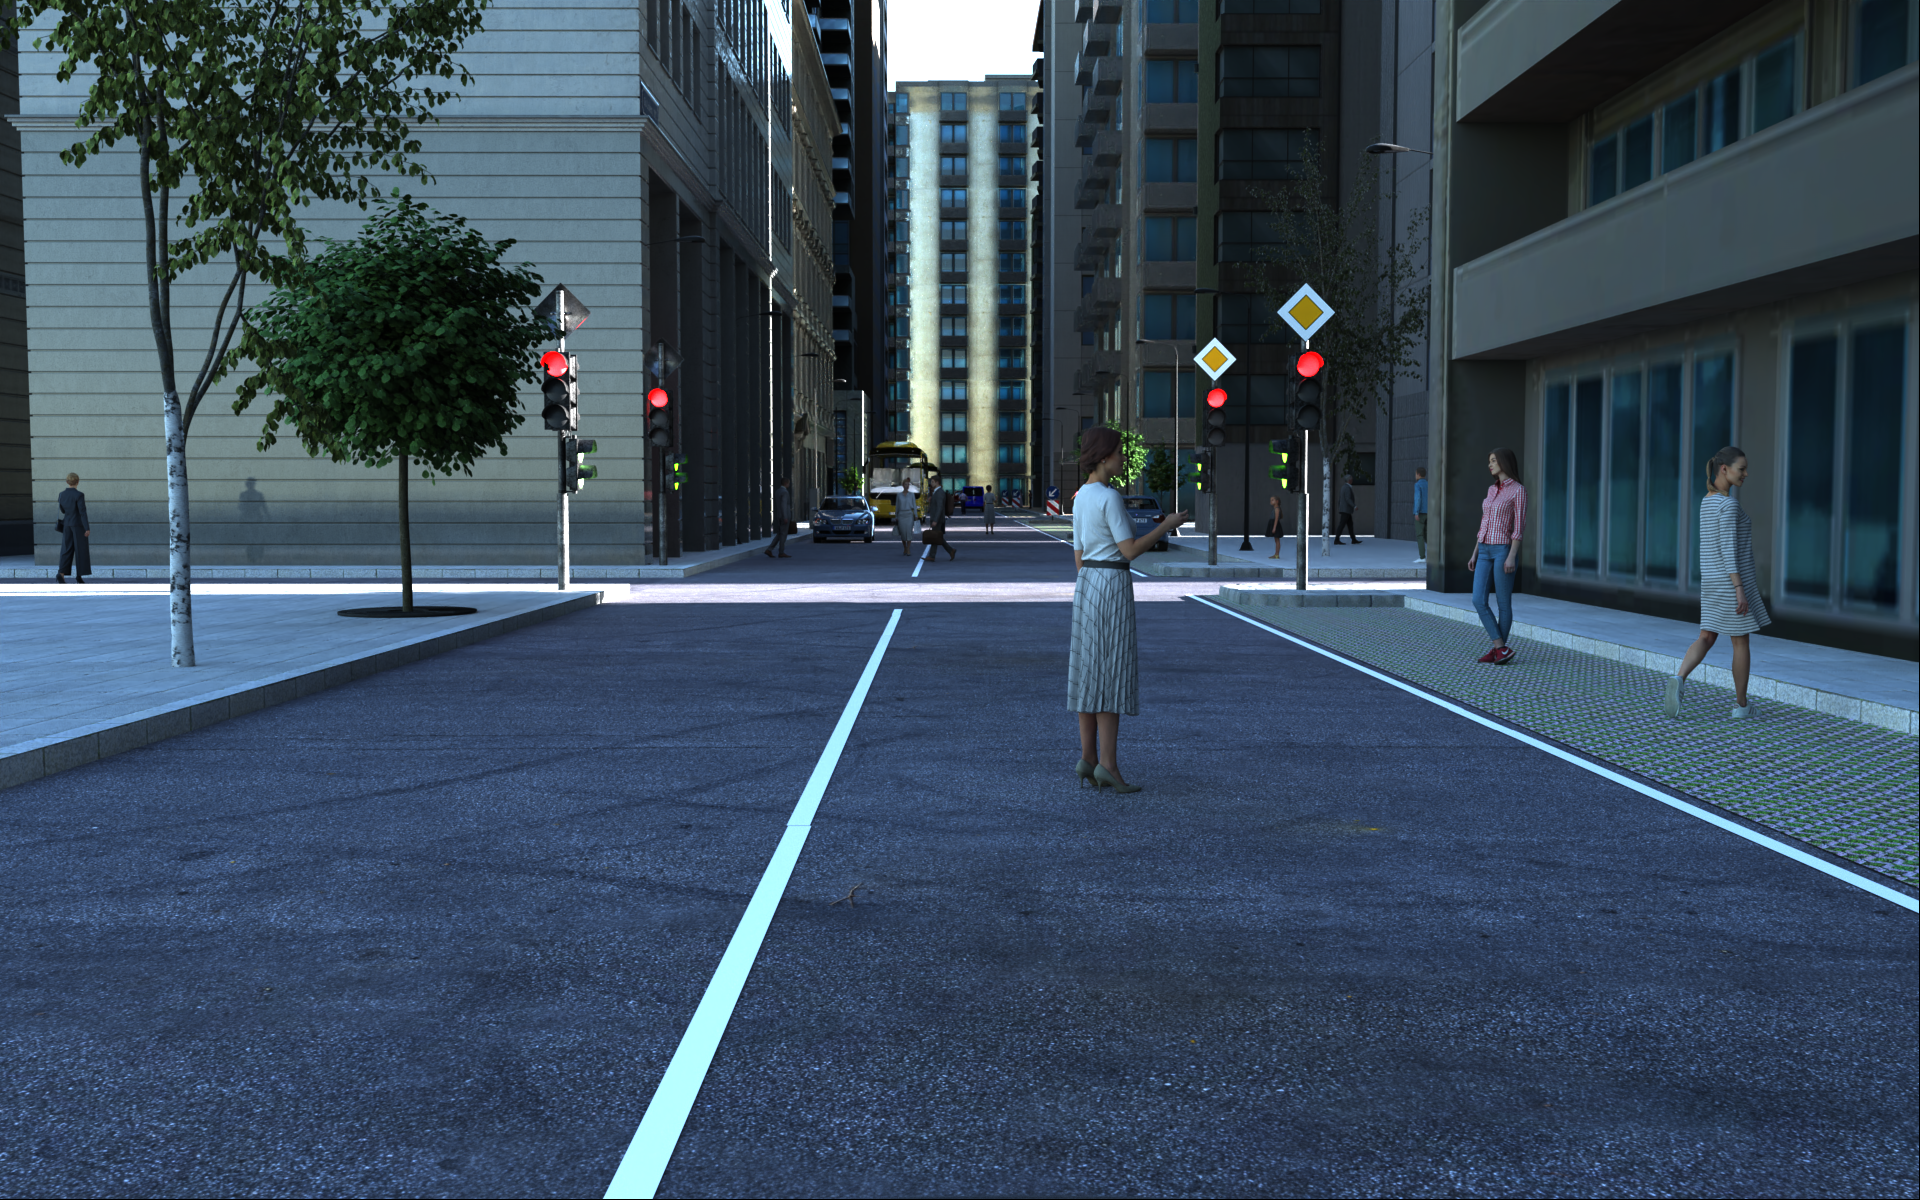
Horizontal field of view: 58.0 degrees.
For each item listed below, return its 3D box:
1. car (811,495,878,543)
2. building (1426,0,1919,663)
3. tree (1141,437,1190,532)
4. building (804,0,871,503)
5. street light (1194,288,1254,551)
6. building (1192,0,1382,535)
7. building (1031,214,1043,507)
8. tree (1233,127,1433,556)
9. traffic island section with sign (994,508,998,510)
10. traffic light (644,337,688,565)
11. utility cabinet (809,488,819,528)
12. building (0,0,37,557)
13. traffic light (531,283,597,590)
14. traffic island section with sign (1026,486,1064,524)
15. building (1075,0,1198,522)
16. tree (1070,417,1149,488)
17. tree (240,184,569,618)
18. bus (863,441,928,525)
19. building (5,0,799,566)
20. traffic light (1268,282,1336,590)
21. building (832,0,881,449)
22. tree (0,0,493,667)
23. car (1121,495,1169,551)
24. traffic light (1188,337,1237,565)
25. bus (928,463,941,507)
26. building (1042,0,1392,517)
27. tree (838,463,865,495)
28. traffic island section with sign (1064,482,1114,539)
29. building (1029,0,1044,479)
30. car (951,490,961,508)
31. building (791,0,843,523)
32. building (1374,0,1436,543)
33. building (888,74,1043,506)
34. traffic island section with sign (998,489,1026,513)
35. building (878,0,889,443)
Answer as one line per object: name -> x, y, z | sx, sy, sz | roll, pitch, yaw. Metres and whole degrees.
car -> -3.487, -2.476, 52.479 | 2.014, 1.417, 4.499 | 0, 4, -1
building -> 16.954, -23.709, 11.342 | 21.300, 48.544, 21.600 | 0, 4, 0
tree -> 6.750, -3.886, 58.141 | 1.663, 3.219, 1.824 | 0, 3, 0
building -> -17.276, -49.421, 120.704 | 22.319, 86.520, 31.000 | 0, 4, 0
street light -> 5.972, -4.078, 39.214 | 1.470, 5.913, 1.316 | 0, 4, 0
building -> 15.011, -17.644, 60.179 | 14.160, 30.474, 14.107 | 0, 4, 0
building -> 14.089, -24.625, 174.323 | 14.160, 30.474, 14.107 | 0, 4, 0
tree -> 7.788, -5.206, 35.478 | 4.360, 8.622, 3.978 | 0, 3, 0
traffic island section with sign -> 4.034, -9.255, 159.948 | 1.989, 1.847, 2.006 | 0, 4, 0
traffic light -> -5.323, -2.578, 31.068 | 0.839, 4.253, 0.868 | 0, 4, 0
utility cabinet -> -5.403, -3.391, 64.118 | 0.318, 1.500, 1.173 | 0, 4, 0
building -> -29.411, -15.342, 36.740 | 20.117, 28.700, 13.634 | 0, 4, 0
traffic light -> -5.290, -2.089, 23.083 | 0.839, 4.253, 0.868 | 0, 4, 0
traffic island section with sign -> 4.358, -4.620, 84.165 | 1.989, 1.847, 2.006 | 0, 4, 0
building -> 17.645, -28.796, 90.416 | 23.786, 49.044, 30.456 | 0, 4, 0
tree -> 6.392, -5.522, 73.998 | 4.285, 4.588, 4.351 | 0, 3, 0
tree -> -5.880, -2.132, 18.564 | 4.285, 4.588, 4.351 | 0, 3, 0
bus -> -2.930, -5.670, 84.246 | 2.896, 3.916, 12.252 | 0, 4, 0
building -> -11.098, -16.351, 44.839 | 11.434, 29.767, 29.804 | 0, 4, 0
traffic light -> 4.571, -2.093, 23.140 | 0.839, 4.253, 0.868 | 0, 4, 0
building -> -13.889, -30.272, 145.052 | 14.600, 45.320, 14.200 | 0, 4, 0
tree -> -5.550, -3.808, 12.627 | 4.737, 8.622, 4.395 | 0, 3, 0
car -> 4.322, -1.988, 44.512 | 2.014, 1.417, 4.499 | 0, 4, 0
traffic light -> 4.538, -2.581, 31.125 | 0.839, 4.253, 0.868 | 0, 4, 0
bus -> -2.879, -8.960, 138.045 | 2.896, 3.916, 12.252 | 0, 4, 0
building -> 16.427, -35.565, 123.487 | 21.231, 58.520, 28.212 | 0, 4, 0
tree -> -6.562, -6.848, 106.558 | 1.663, 3.219, 1.824 | 0, 3, 0
traffic island section with sign -> 4.483, -2.887, 55.838 | 1.989, 1.847, 2.006 | 0, 4, 0
building -> 17.497, -30.445, 152.398 | 22.147, 44.769, 28.867 | 0, 4, 0
car -> 0.167, -10.401, 178.736 | 2.281, 1.827, 5.304 | 0, 4, -1
building -> -15.268, -18.708, 82.291 | 17.030, 29.872, 44.131 | 0, 4, 0
building -> 26.318, -30.502, 40.715 | 28.212, 58.520, 21.231 | 0, 4, 0
building -> 5.612, -35.526, 200.464 | 30.456, 49.044, 23.786 | 0, 4, 0
traffic island section with sign -> 4.157, -7.606, 132.993 | 1.989, 1.847, 2.006 | 0, 4, 0
building -> -21.298, -38.493, 171.357 | 28.212, 58.520, 21.231 | 0, 4, 0
